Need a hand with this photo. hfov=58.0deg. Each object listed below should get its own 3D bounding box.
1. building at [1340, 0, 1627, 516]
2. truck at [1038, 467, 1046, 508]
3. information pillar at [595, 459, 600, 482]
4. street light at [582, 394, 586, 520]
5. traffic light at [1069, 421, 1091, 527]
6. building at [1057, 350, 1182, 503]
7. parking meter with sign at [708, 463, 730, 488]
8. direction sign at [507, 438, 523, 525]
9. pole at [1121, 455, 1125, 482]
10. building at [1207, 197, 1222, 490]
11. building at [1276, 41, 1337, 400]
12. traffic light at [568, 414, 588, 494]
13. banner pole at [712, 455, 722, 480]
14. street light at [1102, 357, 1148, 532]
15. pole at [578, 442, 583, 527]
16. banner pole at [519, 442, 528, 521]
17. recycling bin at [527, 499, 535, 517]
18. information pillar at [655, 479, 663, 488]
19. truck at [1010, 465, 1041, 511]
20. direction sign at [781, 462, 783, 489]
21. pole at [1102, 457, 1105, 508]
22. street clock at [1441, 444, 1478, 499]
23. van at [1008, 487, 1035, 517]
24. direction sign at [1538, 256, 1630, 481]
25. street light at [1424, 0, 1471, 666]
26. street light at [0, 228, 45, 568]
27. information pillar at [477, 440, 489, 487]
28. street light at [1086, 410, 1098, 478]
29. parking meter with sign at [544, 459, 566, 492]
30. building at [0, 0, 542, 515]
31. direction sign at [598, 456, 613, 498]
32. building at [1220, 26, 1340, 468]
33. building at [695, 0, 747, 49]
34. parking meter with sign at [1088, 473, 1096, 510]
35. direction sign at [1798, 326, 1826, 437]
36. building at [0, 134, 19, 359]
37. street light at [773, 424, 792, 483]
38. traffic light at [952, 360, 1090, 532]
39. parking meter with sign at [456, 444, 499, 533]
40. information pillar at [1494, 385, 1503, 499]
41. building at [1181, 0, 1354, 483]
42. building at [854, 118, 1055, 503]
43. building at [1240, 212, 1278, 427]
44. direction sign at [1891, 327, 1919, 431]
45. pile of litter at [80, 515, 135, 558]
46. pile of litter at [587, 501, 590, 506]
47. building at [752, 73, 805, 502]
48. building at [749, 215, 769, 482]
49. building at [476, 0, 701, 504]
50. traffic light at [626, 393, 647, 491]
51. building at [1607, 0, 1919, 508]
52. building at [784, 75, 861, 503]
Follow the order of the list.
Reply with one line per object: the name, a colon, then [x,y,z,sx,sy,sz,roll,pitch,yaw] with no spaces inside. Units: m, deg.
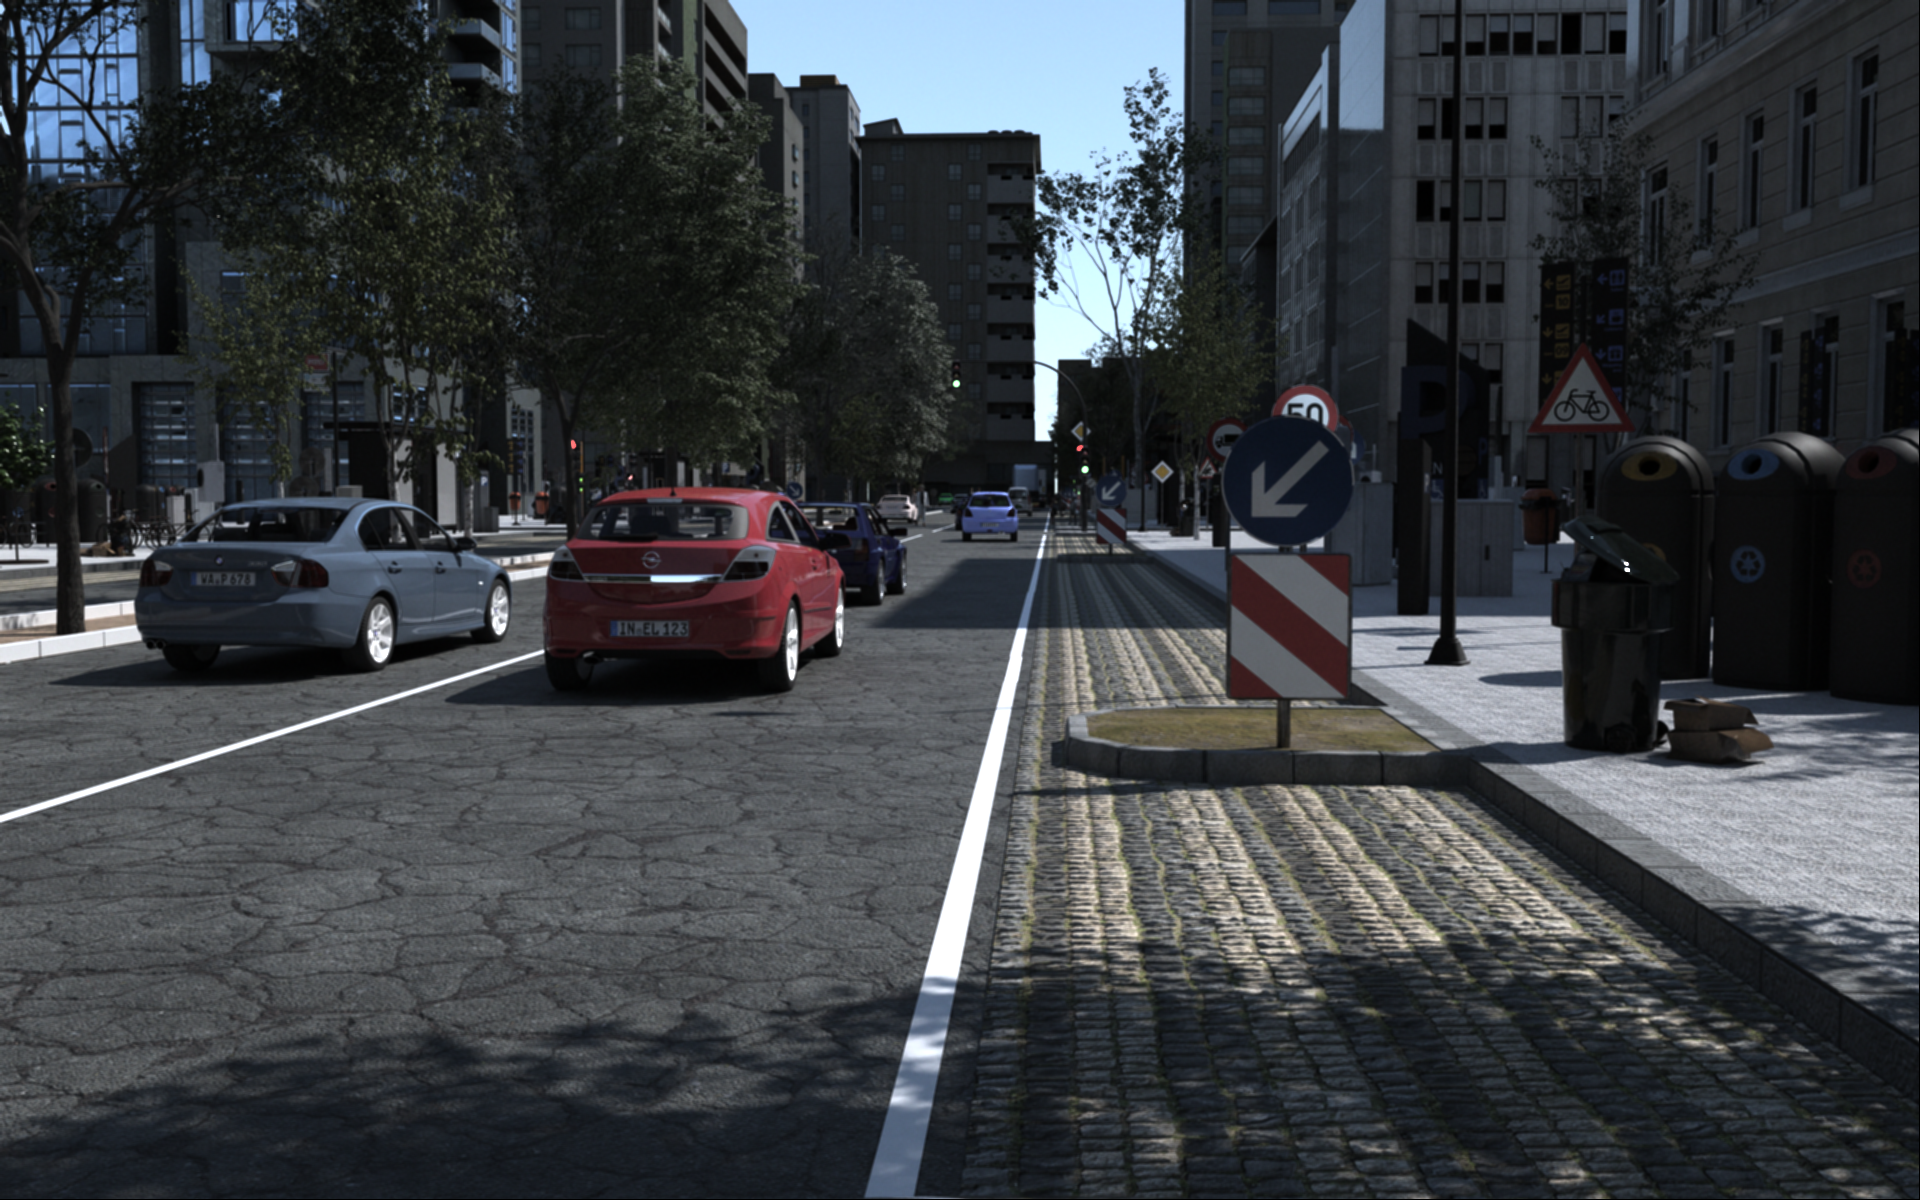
building: [28.678,-16.092,81.128,19.932,24.808,12.078,0,4,3]
truck: [7.743,-11.840,182.497,2.839,4.237,11.283,0,4,1]
information pillar: [-24.368,-7.676,116.850,0.504,3.616,0.183,-1,4,-22]
street light: [-14.257,-5.840,68.024,1.470,5.913,1.316,0,4,3]
traffic light: [4.637,-4.757,66.691,0.839,4.253,0.868,0,4,3]
building: [28.496,-24.683,248.610,28.899,21.520,27.650,0,4,3]
parking meter with sign: [-13.562,-6.084,95.728,0.543,3.016,1.738,3,5,42]
direction sign: [-18.180,-4.822,70.829,0.379,3.537,0.876,2,4,30]
pole: [8.577,-5.949,91.112,0.158,3.312,0.155,0,3,0]
building: [31.214,-24.363,170.041,14.160,30.474,14.107,0,4,3]
building: [25.726,-17.277,100.497,12.078,24.808,19.932,0,4,3]
traffic light: [-13.283,-4.326,59.650,0.839,4.253,0.868,0,4,3]
banner pole: [-15.677,-7.474,112.216,0.863,3.779,0.401,-2,4,-26]
street light: [5.663,-5.265,58.625,1.470,5.913,1.316,0,4,3]
pole: [-14.744,-4.491,67.263,0.158,3.312,0.155,0,3,0]
banner pole: [-21.013,-5.716,83.480,0.401,3.779,0.863,0,4,-2]
recycling bin: [-23.426,-5.066,95.388,0.722,1.027,0.722,0,4,-6]
information pillar: [-14.200,-4.732,81.859,0.304,2.012,0.304,-2,4,-26]
truck: [5.801,-9.986,153.036,2.967,4.110,18.799,0,4,2]
direction sign: [-12.558,-7.967,122.254,0.379,3.537,0.876,0,4,-2]
pole: [7.886,-6.180,94.886,0.158,3.312,0.155,0,3,0]
street clock: [7.179,-1.245,24.931,0.471,2.002,0.358,-1,4,-9]
van: [3.788,-6.365,111.080,2.013,2.044,4.112,0,4,4]
direction sign: [6.058,-1.523,16.902,0.876,3.537,0.379,3,5,45]
street light: [3.146,-2.472,12.954,1.470,5.913,1.316,0,4,3]
street light: [-16.340,-3.510,29.926,1.470,5.913,1.316,0,4,3]
information pillar: [-20.566,-5.101,74.752,0.504,3.616,0.183,1,4,14]
street light: [7.616,-7.531,95.666,1.470,5.913,1.316,0,4,3]
parking meter with sign: [-19.715,-5.478,85.819,1.738,3.016,0.543,-1,4,-13]
building: [-36.797,-47.761,93.568,22.319,86.520,31.000,0,4,3]
direction sign: [-20.864,-6.731,102.041,0.876,3.537,0.379,-2,4,-30]
building: [30.384,-28.873,155.664,14.154,41.232,14.086,0,4,3]
building: [-31.262,-32.478,154.709,21.300,48.544,21.600,0,4,3]
parking meter with sign: [10.694,-8.763,139.541,0.543,3.016,1.738,-1,4,-23]
direction sign: [11.714,-1.950,23.881,0.379,3.537,0.876,0,4,7]
building: [-65.424,-15.192,93.421,28.899,21.520,27.650,0,4,3]
street light: [-11.746,-8.647,113.926,1.470,5.913,1.316,0,4,3]
traffic light: [2.110,-5.139,58.689,4.771,5.953,1.251,0,4,3]
parking meter with sign: [-16.081,-3.755,57.656,1.738,3.016,0.543,2,4,32]
information pillar: [11.700,-2.832,37.653,0.183,3.616,0.504,1,4,10]
building: [35.091,-39.664,190.509,21.231,58.520,28.212,0,4,3]
building: [0.055,-40.448,250.564,27.495,52.752,28.713,0,4,3]
building: [28.960,-18.749,125.614,14.314,24.678,30.058,0,4,3]
direction sign: [13.003,-1.948,23.843,0.876,3.537,0.379,-3,5,-41]
pile of litter: [-17.593,-1.329,35.701,1.176,0.858,1.719,-1,4,-11]
pile of litter: [-23.296,-5.899,110.414,1.176,0.858,1.719,1,4,18]
building: [-29.753,-35.102,197.625,21.600,48.544,21.300,0,4,3]
building: [-27.193,-24.537,172.887,14.160,30.474,14.107,0,4,3]
building: [-27.731,-27.222,128.672,14.154,41.232,14.086,0,4,3]
traffic light: [-10.755,-5.681,67.545,4.771,5.953,1.251,0,4,3]
building: [22.899,-15.232,34.949,13.634,28.700,20.117,0,4,3]
building: [-28.507,-43.142,247.376,28.212,58.520,21.231,0,4,3]
